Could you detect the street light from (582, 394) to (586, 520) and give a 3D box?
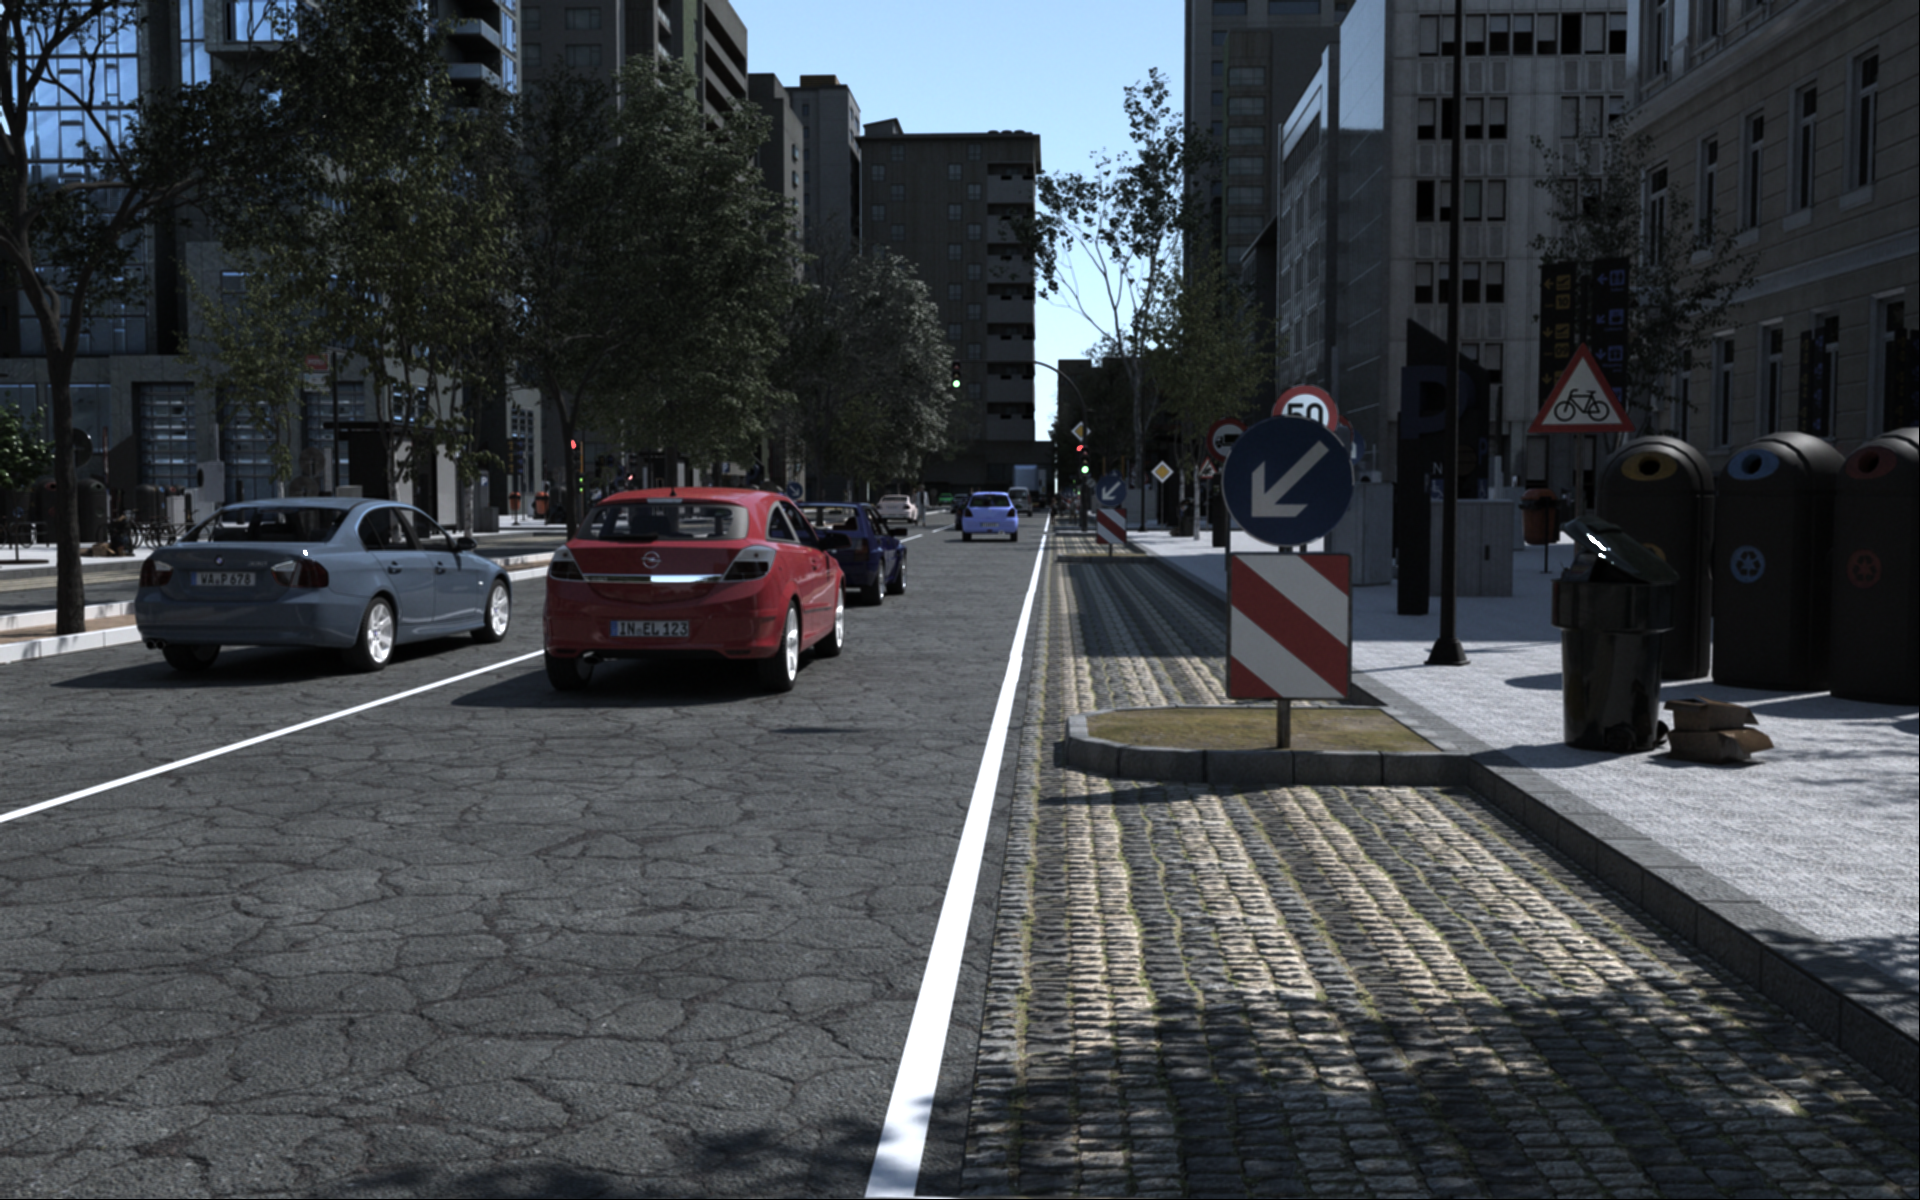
[{"bbox_3d":[-14.257,-5.840,68.024,1.470,5.913,1.316,0,4,3],"label":"street light"}]

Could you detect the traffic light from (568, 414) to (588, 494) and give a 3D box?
[{"bbox_3d":[-13.283,-4.326,59.650,0.839,4.253,0.868,0,4,3],"label":"traffic light"}]

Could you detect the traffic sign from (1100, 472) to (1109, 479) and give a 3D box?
[{"bbox_3d":[8.381,-6.047,98.970,0.768,2.556,0.104,1,4,12],"label":"traffic sign"}]

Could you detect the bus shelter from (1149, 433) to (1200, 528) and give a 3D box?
[{"bbox_3d":[8.580,-4.769,69.257,1.731,3.624,6.357,0,4,3],"label":"bus shelter"}]

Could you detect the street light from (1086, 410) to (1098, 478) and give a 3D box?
[{"bbox_3d":[7.616,-7.531,95.666,1.470,5.913,1.316,0,4,3],"label":"street light"}]

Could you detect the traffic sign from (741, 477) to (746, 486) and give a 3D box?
[{"bbox_3d":[-15.357,-7.619,124.684,0.768,2.556,0.104,0,4,4],"label":"traffic sign"}]

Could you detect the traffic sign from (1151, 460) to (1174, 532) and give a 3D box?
[{"bbox_3d":[6.890,-3.537,59.023,0.795,2.450,0.064,0,4,6],"label":"traffic sign"}]

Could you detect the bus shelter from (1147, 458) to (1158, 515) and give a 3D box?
[{"bbox_3d":[10.987,-5.958,91.343,2.014,3.302,5.546,0,4,3],"label":"bus shelter"}]

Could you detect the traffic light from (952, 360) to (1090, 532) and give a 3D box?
[{"bbox_3d":[2.110,-5.139,58.689,4.771,5.953,1.251,0,4,3],"label":"traffic light"}]

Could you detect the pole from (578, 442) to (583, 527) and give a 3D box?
[{"bbox_3d":[-14.744,-4.491,67.263,0.158,3.312,0.155,0,3,0],"label":"pole"}]

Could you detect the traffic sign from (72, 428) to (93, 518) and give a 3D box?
[{"bbox_3d":[-17.063,-2.035,33.381,0.768,2.556,0.104,1,4,10],"label":"traffic sign"}]

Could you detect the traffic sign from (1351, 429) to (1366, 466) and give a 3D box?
[{"bbox_3d":[7.336,-2.015,33.059,0.768,2.556,0.104,1,4,11],"label":"traffic sign"}]

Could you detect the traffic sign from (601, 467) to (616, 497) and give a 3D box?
[{"bbox_3d":[-16.305,-4.906,80.315,0.768,2.556,0.104,1,4,12],"label":"traffic sign"}]

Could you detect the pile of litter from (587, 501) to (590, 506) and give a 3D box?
[{"bbox_3d":[-23.296,-5.899,110.414,1.176,0.858,1.719,1,4,18],"label":"pile of litter"}]

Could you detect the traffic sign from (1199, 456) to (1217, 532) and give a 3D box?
[{"bbox_3d":[8.401,-3.596,58.801,0.884,2.594,0.081,1,4,10],"label":"traffic sign"}]

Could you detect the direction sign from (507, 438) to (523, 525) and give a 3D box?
[{"bbox_3d":[-18.180,-4.822,70.829,0.379,3.537,0.876,2,4,30],"label":"direction sign"}]

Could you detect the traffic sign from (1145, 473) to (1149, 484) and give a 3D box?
[{"bbox_3d":[10.345,-6.016,98.468,0.768,2.556,0.104,1,4,9],"label":"traffic sign"}]

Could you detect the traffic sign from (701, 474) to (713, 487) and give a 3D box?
[{"bbox_3d":[-15.796,-6.597,107.975,0.768,2.556,0.104,0,4,7],"label":"traffic sign"}]

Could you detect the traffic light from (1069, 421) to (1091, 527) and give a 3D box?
[{"bbox_3d":[4.637,-4.757,66.691,0.839,4.253,0.868,0,4,3],"label":"traffic light"}]

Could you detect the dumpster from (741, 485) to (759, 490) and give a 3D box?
[{"bbox_3d":[-13.169,-6.324,109.160,1.264,1.857,1.865,0,4,3],"label":"dumpster"}]

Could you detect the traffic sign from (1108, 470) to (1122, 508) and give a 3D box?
[{"bbox_3d":[8.039,-5.487,89.821,0.768,2.556,0.104,1,4,11],"label":"traffic sign"}]

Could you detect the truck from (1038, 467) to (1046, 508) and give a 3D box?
[{"bbox_3d":[7.743,-11.840,182.497,2.839,4.237,11.283,0,4,1],"label":"truck"}]

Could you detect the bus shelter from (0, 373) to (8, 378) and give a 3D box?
[{"bbox_3d":[-19.668,-2.431,31.038,1.731,3.624,6.357,0,4,3],"label":"bus shelter"}]

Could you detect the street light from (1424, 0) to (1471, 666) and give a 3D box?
[{"bbox_3d":[3.146,-2.472,12.954,1.470,5.913,1.316,0,4,3],"label":"street light"}]

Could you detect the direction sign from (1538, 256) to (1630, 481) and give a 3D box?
[{"bbox_3d":[6.058,-1.523,16.902,0.876,3.537,0.379,3,5,45],"label":"direction sign"}]

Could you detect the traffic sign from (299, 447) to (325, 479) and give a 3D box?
[{"bbox_3d":[-17.493,-2.854,46.762,0.768,2.556,0.104,1,4,10],"label":"traffic sign"}]

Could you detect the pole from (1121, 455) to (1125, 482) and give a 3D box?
[{"bbox_3d":[8.577,-5.949,91.112,0.158,3.312,0.155,0,3,0],"label":"pole"}]

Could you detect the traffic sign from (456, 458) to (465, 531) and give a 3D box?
[{"bbox_3d":[-17.495,-3.682,60.309,0.768,2.556,0.104,0,4,4],"label":"traffic sign"}]

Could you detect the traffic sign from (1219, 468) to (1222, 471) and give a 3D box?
[{"bbox_3d":[10.325,-3.976,67.134,0.606,2.300,0.079,0,4,4],"label":"traffic sign"}]

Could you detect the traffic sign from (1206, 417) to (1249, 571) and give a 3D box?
[{"bbox_3d":[4.470,-1.758,28.857,0.768,2.556,0.104,0,4,5],"label":"traffic sign"}]

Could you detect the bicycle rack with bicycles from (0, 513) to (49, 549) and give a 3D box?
[{"bbox_3d":[-23.058,-1.679,40.826,2.852,0.926,2.925,0,4,-1],"label":"bicycle rack with bicycles"}]

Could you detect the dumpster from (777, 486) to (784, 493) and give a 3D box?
[{"bbox_3d":[-12.716,-6.846,117.683,1.264,1.857,1.865,0,4,3],"label":"dumpster"}]

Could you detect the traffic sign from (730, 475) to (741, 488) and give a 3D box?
[{"bbox_3d":[-14.774,-6.960,113.902,0.768,2.556,0.104,1,4,8],"label":"traffic sign"}]

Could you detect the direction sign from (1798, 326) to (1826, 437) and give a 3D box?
[{"bbox_3d":[11.714,-1.950,23.881,0.379,3.537,0.876,0,4,7],"label":"direction sign"}]

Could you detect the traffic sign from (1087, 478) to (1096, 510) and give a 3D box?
[{"bbox_3d":[10.329,-8.346,136.568,0.768,2.556,0.104,1,4,12],"label":"traffic sign"}]

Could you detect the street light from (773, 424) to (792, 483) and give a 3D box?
[{"bbox_3d":[-11.746,-8.647,113.926,1.470,5.913,1.316,0,4,3],"label":"street light"}]

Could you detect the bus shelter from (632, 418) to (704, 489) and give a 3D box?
[{"bbox_3d":[-14.823,-6.708,87.311,2.179,5.291,8.768,0,4,3],"label":"bus shelter"}]

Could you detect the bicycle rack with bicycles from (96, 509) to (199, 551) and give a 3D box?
[{"bbox_3d":[-18.514,-1.616,39.796,2.852,0.926,2.925,2,4,27],"label":"bicycle rack with bicycles"}]

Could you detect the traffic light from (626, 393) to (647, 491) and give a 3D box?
[{"bbox_3d":[-10.755,-5.681,67.545,4.771,5.953,1.251,0,4,3],"label":"traffic light"}]

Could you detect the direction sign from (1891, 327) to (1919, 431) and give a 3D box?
[{"bbox_3d":[13.003,-1.948,23.843,0.876,3.537,0.379,-3,5,-41],"label":"direction sign"}]

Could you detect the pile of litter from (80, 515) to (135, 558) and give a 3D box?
[{"bbox_3d":[-17.593,-1.329,35.701,1.176,0.858,1.719,-1,4,-11],"label":"pile of litter"}]

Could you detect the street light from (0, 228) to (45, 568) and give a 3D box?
[{"bbox_3d":[-16.340,-3.510,29.926,1.470,5.913,1.316,0,4,3],"label":"street light"}]

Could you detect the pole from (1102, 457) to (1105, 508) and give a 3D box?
[{"bbox_3d":[7.886,-6.180,94.886,0.158,3.312,0.155,0,3,0],"label":"pole"}]

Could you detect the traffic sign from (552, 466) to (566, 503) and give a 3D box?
[{"bbox_3d":[-17.969,-4.754,77.839,0.768,2.556,0.104,0,4,5],"label":"traffic sign"}]

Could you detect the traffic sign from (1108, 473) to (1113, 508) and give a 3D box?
[{"bbox_3d":[8.498,-5.894,96.480,0.768,2.556,0.104,0,4,7],"label":"traffic sign"}]

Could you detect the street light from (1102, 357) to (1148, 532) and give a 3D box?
[{"bbox_3d":[5.663,-5.265,58.625,1.470,5.913,1.316,0,4,3],"label":"street light"}]

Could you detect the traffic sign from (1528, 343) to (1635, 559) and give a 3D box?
[{"bbox_3d":[5.360,-0.917,14.994,0.884,2.594,0.081,1,4,9],"label":"traffic sign"}]

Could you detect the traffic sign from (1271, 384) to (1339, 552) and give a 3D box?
[{"bbox_3d":[4.012,-1.229,20.204,0.768,2.556,0.104,1,4,10],"label":"traffic sign"}]

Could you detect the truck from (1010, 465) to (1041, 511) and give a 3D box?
[{"bbox_3d":[5.801,-9.986,153.036,2.967,4.110,18.799,0,4,2],"label":"truck"}]

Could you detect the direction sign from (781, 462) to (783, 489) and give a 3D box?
[{"bbox_3d":[-12.558,-7.967,122.254,0.379,3.537,0.876,0,4,-2],"label":"direction sign"}]

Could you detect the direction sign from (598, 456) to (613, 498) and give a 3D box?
[{"bbox_3d":[-20.864,-6.731,102.041,0.876,3.537,0.379,-2,4,-30],"label":"direction sign"}]

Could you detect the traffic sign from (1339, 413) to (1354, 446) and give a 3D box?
[{"bbox_3d":[5.638,-1.620,26.594,0.768,2.556,0.104,1,4,12],"label":"traffic sign"}]
